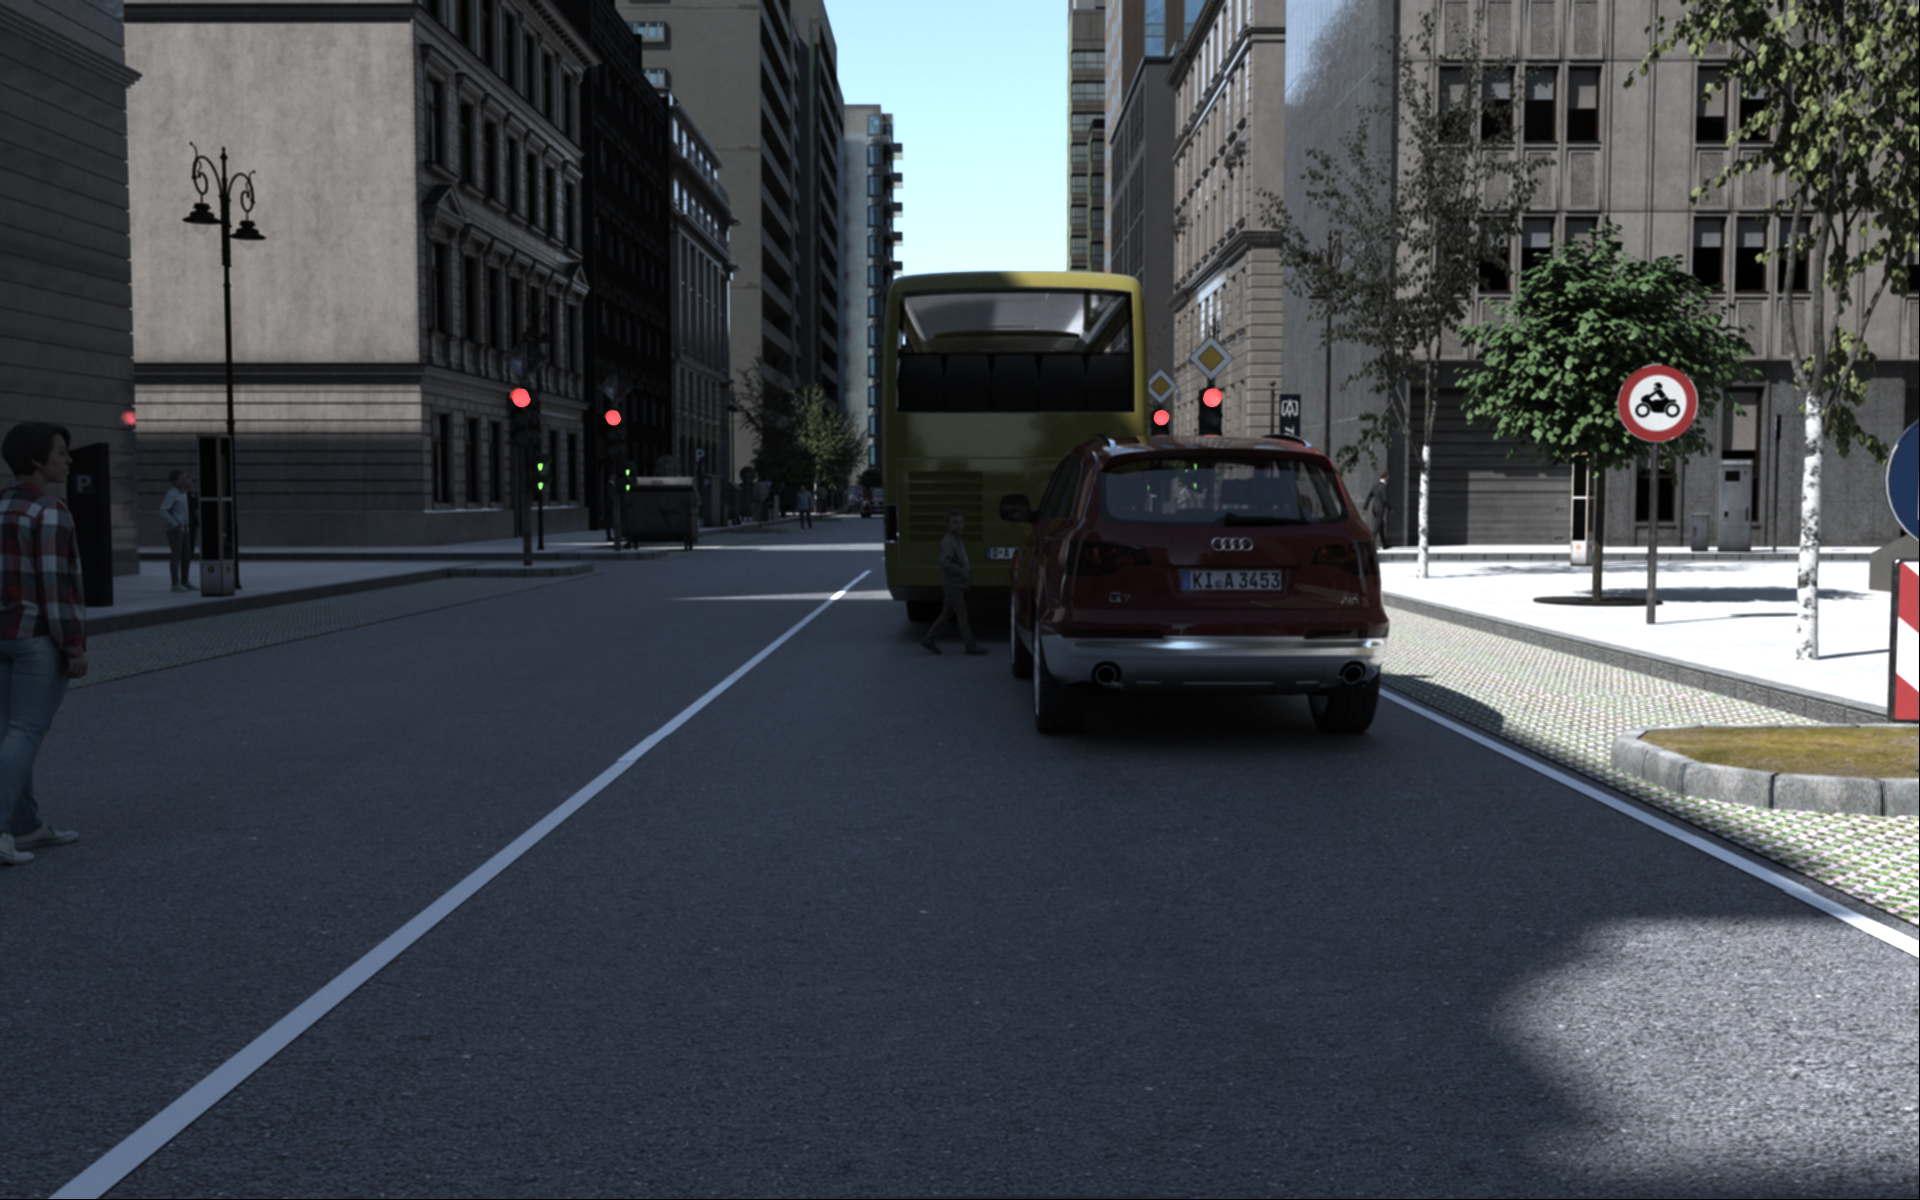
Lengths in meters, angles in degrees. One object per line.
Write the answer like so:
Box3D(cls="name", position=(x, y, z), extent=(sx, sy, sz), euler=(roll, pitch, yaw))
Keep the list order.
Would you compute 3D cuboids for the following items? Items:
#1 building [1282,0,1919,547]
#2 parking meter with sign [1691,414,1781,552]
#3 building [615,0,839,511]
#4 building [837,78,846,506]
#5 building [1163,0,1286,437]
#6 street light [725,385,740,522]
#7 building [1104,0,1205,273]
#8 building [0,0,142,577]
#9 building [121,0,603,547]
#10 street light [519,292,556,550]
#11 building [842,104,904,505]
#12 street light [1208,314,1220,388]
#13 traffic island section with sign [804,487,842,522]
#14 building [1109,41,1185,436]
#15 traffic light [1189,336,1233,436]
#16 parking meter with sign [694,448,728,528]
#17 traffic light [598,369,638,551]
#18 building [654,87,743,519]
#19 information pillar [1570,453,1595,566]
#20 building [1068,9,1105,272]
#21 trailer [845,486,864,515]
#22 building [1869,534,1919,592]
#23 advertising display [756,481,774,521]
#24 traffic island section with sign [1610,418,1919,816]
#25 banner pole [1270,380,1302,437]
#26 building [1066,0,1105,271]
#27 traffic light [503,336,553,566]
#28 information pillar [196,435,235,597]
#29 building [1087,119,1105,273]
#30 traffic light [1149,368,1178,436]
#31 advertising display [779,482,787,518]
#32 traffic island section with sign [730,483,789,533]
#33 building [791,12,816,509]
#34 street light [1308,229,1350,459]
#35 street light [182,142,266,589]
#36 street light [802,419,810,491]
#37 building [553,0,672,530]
Box3D(cls="building", position=(19.826, -13.995, 46.845), extent=(19.932, 24.808, 12.078), euler=(0, 4, 0))
Box3D(cls="parking meter with sign", position=(17.126, -2.569, 38.269), extent=(1.738, 3.016, 0.543), euler=(1, 4, 22))
Box3D(cls="building", position=(-22.753, -32.849, 160.779), extent=(21.300, 48.544, 21.600), euler=(0, 4, 0))
Box3D(cls="building", position=(-19.498, -32.371, 179.383), extent=(14.200, 45.320, 14.600), euler=(0, 4, 0))
Box3D(cls="building", position=(16.604, -17.113, 77.067), extent=(12.463, 27.353, 25.104), euler=(0, 4, 0))
Box3D(cls="street light", position=(-9.657, -6.168, 73.640), extent=(0.468, 5.910, 1.993), euler=(0, 4, 0))
Box3D(cls="building", position=(17.628, -28.859, 121.953), extent=(14.600, 45.320, 14.200), euler=(0, 4, 0))
Box3D(cls="building", position=(-27.880, -14.925, 21.520), extent=(29.804, 29.767, 11.434), euler=(0, 4, 0))
Box3D(cls="building", position=(-17.675, -11.387, 50.800), extent=(10.561, 19.102, 19.286), euler=(0, 4, 0))
Box3D(cls="street light", position=(-9.651, -4.092, 39.700), extent=(0.468, 5.910, 1.993), euler=(0, 4, 0))
Box3D(cls="building", position=(-22.040, -36.213, 211.682), extent=(30.456, 49.044, 23.786), euler=(0, 4, 0))
Box3D(cls="street light", position=(6.539, -4.400, 44.732), extent=(0.468, 5.910, 1.993), euler=(0, 4, 0))
Box3D(cls="traffic island section with sign", position=(-7.221, -5.013, 90.591), extent=(1.989, 1.847, 2.006), euler=(0, 4, 0))
Box3D(cls="building", position=(16.737, -18.842, 101.566), extent=(14.314, 27.812, 24.014), euler=(0, 4, 0))
Box3D(cls="traffic light", position=(4.434, -2.567, 30.886), extent=(0.839, 4.253, 0.868), euler=(0, 4, 0))
Box3D(cls="parking meter with sign", position=(-9.555, -4.312, 66.767), extent=(0.543, 3.016, 1.738), euler=(1, 4, 23))
Box3D(cls="traffic light", position=(-7.698, -3.057, 38.899), extent=(0.839, 4.253, 0.868), euler=(0, 4, 0))
Box3D(cls="building", position=(-19.182, -15.070, 88.190), extent=(13.314, 21.916, 24.055), euler=(0, 4, 0))
Box3D(cls="information pillar", position=(11.077, -1.609, 30.804), extent=(0.304, 2.012, 0.304), euler=(3, 5, 42))
Box3D(cls="building", position=(16.258, -28.545, 150.311), extent=(14.154, 41.232, 14.086), euler=(0, 4, 0))
Box3D(cls="trailer", position=(-7.102, -6.800, 118.226), extent=(1.471, 1.999, 3.904), euler=(0, 4, -1))
Box3D(cls="building", position=(28.268, -19.763, 15.015), extent=(32.217, 40.220, 23.993), euler=(0, 4, 0))
Box3D(cls="advertising display", position=(-9.311, -4.740, 82.718), extent=(0.974, 1.923, 0.123), euler=(2, 4, 31))
Box3D(cls="traffic island section with sign", position=(4.402, 0.002, 8.597), extent=(1.989, 1.847, 2.006), euler=(0, 4, 0))
Box3D(cls="banner pole", position=(7.111, -2.949, 38.228), extent=(0.863, 3.779, 0.401), euler=(0, 4, -2))
Box3D(cls="building", position=(21.036, -38.498, 171.442), extent=(21.231, 58.520, 28.212), euler=(0, 4, 0))
Box3D(cls="traffic light", position=(-7.727, -2.568, 30.914), extent=(0.839, 4.253, 0.868), euler=(0, 4, 0))
Box3D(cls="information pillar", position=(-9.320, -1.052, 21.700), extent=(0.304, 2.012, 0.304), euler=(0, 4, 8))
Box3D(cls="building", position=(16.876, -22.316, 136.566), extent=(14.160, 30.474, 14.107), euler=(0, 4, 0))
Box3D(cls="traffic light", position=(4.464, -3.055, 38.871), extent=(0.839, 4.253, 0.868), euler=(0, 4, 0))
Box3D(cls="advertising display", position=(-9.522, -5.381, 93.200), extent=(0.123, 1.923, 0.974), euler=(-1, 4, -22))
Box3D(cls="traffic island section with sign", position=(-7.329, -3.364, 63.636), extent=(1.989, 1.847, 2.006), euler=(0, 4, 0))
Box3D(cls="building", position=(-19.539, -28.103, 143.075), extent=(14.154, 41.232, 14.086), euler=(0, 4, 0))
Box3D(cls="street light", position=(6.484, -3.531, 30.514), extent=(0.468, 5.910, 1.993), euler=(0, 4, 0))
Box3D(cls="street light", position=(-9.805, -3.086, 23.238), extent=(0.468, 5.910, 1.993), euler=(0, 4, 0))
Box3D(cls="street light", position=(-9.478, -8.213, 107.069), extent=(0.468, 5.910, 1.993), euler=(0, 4, 0))
Box3D(cls="building", position=(-18.902, -14.591, 68.236), extent=(12.332, 23.373, 15.834), euler=(0, 4, 0))
